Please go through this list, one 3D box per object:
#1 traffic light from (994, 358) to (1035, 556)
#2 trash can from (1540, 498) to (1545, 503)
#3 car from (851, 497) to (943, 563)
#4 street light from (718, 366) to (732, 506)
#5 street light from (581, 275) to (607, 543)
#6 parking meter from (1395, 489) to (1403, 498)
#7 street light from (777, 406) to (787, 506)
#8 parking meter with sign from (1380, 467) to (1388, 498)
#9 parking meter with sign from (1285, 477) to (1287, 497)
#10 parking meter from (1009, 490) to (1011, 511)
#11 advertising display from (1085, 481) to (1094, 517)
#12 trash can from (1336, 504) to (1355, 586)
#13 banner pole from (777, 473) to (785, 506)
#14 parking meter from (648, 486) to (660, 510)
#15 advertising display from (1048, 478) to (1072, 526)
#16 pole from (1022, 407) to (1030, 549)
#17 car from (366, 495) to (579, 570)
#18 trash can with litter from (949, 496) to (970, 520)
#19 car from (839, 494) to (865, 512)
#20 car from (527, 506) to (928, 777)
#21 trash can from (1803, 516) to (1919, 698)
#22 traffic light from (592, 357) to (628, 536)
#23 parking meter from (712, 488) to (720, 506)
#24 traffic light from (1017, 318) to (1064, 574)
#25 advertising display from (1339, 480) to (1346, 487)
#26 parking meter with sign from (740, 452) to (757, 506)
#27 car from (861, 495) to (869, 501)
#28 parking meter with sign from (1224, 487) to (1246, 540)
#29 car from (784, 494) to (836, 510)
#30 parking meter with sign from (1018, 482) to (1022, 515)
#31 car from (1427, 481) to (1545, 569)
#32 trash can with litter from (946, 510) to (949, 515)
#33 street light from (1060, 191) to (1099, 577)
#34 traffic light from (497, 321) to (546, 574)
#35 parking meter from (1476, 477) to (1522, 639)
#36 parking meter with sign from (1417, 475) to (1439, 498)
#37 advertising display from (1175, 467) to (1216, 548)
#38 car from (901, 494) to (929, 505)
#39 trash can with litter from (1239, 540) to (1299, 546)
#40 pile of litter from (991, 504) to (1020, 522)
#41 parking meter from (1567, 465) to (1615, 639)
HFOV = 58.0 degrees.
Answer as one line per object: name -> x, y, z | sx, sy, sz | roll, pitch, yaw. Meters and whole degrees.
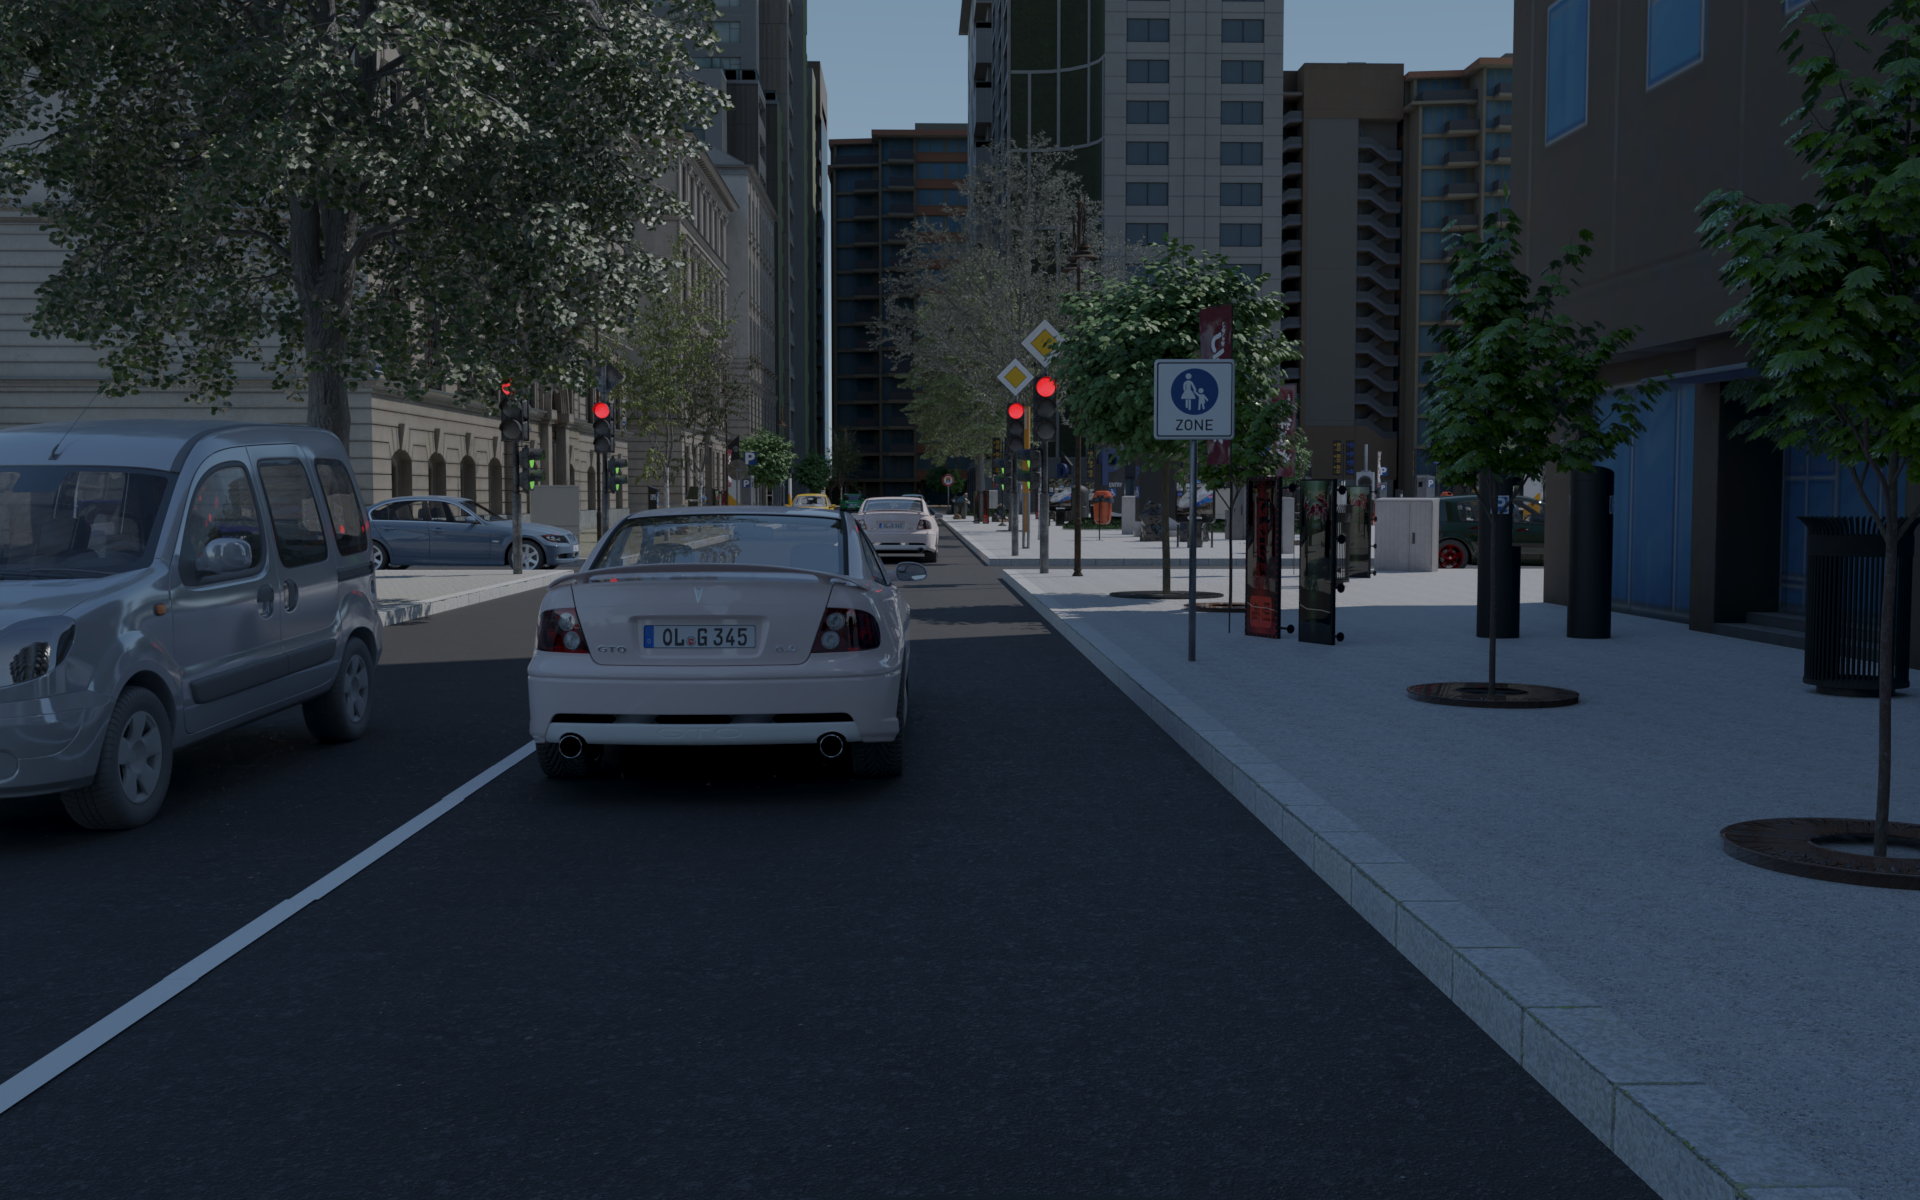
traffic light -> 1.124, -2.870, 35.851 | 0.839, 4.253, 0.868 | 0, 4, -2
trash can -> 34.565, -5.618, 103.512 | 0.748, 1.137, 0.748 | 0, 3, 0
car -> -1.405, -1.545, 37.629 | 2.083, 1.381, 4.827 | 0, 4, 0
street light -> -8.433, -5.493, 62.602 | 0.468, 5.910, 1.993 | 0, 4, -2
street light -> -7.686, -3.913, 36.758 | 0.468, 5.910, 1.993 | 0, 4, -2
parking meter -> 22.796, -4.988, 89.965 | 0.372, 1.533, 0.369 | 0, 3, 0
street light -> -9.176, -7.130, 89.369 | 0.468, 5.910, 1.993 | 0, 4, -2
parking meter with sign -> 26.950, -6.982, 110.417 | 0.543, 3.016, 1.738 | 1, 4, 14
parking meter with sign -> 12.372, -4.517, 70.110 | 1.738, 3.016, 0.543 | 1, 4, 23
parking meter -> 2.658, -4.865, 87.946 | 0.372, 1.533, 0.369 | 0, 3, 0
advertising display -> 6.873, -5.109, 88.745 | 0.974, 1.923, 0.123 | 1, 4, 12
trash can -> 5.113, -0.761, 24.094 | 0.748, 1.137, 0.748 | 0, 3, 0
banner pole -> -9.705, -6.339, 93.657 | 0.401, 3.779, 0.863 | 2, 4, 33
parking meter -> -9.248, -2.691, 52.416 | 0.372, 1.533, 0.369 | 0, 3, 0
advertising display -> 4.002, -3.918, 69.280 | 0.974, 1.923, 0.123 | -1, 4, -11
pole -> 1.551, -2.858, 40.577 | 0.158, 3.312, 0.155 | 0, 3, 0
car -> -9.209, -1.190, 31.463 | 4.499, 1.417, 2.014 | 0, 4, -1
trash can with litter -> 0.043, -4.661, 87.592 | 0.624, 1.170, 1.055 | 1, 4, 22
car -> -8.031, -7.352, 129.008 | 1.959, 1.807, 4.718 | 0, 4, -2
car -> -1.230, 0.134, 10.163 | 2.083, 1.381, 4.827 | 0, 4, -1
trash can -> 5.754, 0.034, 11.097 | 0.748, 1.137, 0.748 | 0, 3, 0
traffic light -> -7.284, -2.855, 35.606 | 0.839, 4.253, 0.868 | 0, 4, -2
parking meter -> -10.727, -4.147, 76.208 | 0.372, 1.533, 0.369 | 0, 3, 0
traffic light -> 1.342, -2.382, 27.869 | 0.839, 4.253, 0.868 | 0, 4, -2
advertising display -> 17.377, -4.498, 78.758 | 0.123, 1.923, 0.974 | 1, 4, 23
parking meter with sign -> -8.670, -4.540, 70.493 | 0.543, 3.016, 1.738 | 0, 4, 2
car -> -8.962, -8.783, 156.182 | 1.945, 1.354, 3.894 | 0, 4, -1
parking meter with sign -> 7.976, -3.194, 48.489 | 0.543, 3.016, 1.738 | -1, 4, -20
car -> -5.900, -3.575, 68.669 | 2.015, 1.641, 3.980 | 0, 4, 0
parking meter with sign -> 3.680, -6.807, 107.553 | 0.543, 3.016, 1.738 | -2, 4, -32
car -> 9.995, -1.313, 31.252 | 4.222, 1.686, 2.009 | 0, 3, 0
trash can with litter -> -0.506, -5.871, 107.370 | 0.624, 1.170, 1.055 | -3, 5, -40
street light -> 1.834, -3.306, 26.841 | 0.468, 5.910, 1.993 | 0, 4, -2
traffic light -> -7.066, -2.367, 27.624 | 0.839, 4.253, 0.868 | 0, 4, -2
parking meter -> 4.824, -0.433, 15.489 | 0.372, 1.533, 0.369 | 0, 3, 0
parking meter with sign -> 18.612, -4.459, 69.162 | 0.543, 3.016, 1.738 | -1, 4, -20
advertising display -> 5.645, -2.223, 41.565 | 0.974, 1.923, 0.123 | 2, 4, 24
car -> -2.851, -5.593, 103.451 | 2.014, 1.417, 4.499 | 0, 4, 0
trash can with litter -> 8.172, -1.999, 43.741 | 1.678, 1.210, 2.233 | -1, 4, -15
pile of litter -> 2.129, -4.004, 79.432 | 1.719, 0.858, 1.176 | -3, 5, -39
parking meter -> 5.625, -0.431, 15.450 | 0.372, 1.533, 0.369 | 0, 3, 0
